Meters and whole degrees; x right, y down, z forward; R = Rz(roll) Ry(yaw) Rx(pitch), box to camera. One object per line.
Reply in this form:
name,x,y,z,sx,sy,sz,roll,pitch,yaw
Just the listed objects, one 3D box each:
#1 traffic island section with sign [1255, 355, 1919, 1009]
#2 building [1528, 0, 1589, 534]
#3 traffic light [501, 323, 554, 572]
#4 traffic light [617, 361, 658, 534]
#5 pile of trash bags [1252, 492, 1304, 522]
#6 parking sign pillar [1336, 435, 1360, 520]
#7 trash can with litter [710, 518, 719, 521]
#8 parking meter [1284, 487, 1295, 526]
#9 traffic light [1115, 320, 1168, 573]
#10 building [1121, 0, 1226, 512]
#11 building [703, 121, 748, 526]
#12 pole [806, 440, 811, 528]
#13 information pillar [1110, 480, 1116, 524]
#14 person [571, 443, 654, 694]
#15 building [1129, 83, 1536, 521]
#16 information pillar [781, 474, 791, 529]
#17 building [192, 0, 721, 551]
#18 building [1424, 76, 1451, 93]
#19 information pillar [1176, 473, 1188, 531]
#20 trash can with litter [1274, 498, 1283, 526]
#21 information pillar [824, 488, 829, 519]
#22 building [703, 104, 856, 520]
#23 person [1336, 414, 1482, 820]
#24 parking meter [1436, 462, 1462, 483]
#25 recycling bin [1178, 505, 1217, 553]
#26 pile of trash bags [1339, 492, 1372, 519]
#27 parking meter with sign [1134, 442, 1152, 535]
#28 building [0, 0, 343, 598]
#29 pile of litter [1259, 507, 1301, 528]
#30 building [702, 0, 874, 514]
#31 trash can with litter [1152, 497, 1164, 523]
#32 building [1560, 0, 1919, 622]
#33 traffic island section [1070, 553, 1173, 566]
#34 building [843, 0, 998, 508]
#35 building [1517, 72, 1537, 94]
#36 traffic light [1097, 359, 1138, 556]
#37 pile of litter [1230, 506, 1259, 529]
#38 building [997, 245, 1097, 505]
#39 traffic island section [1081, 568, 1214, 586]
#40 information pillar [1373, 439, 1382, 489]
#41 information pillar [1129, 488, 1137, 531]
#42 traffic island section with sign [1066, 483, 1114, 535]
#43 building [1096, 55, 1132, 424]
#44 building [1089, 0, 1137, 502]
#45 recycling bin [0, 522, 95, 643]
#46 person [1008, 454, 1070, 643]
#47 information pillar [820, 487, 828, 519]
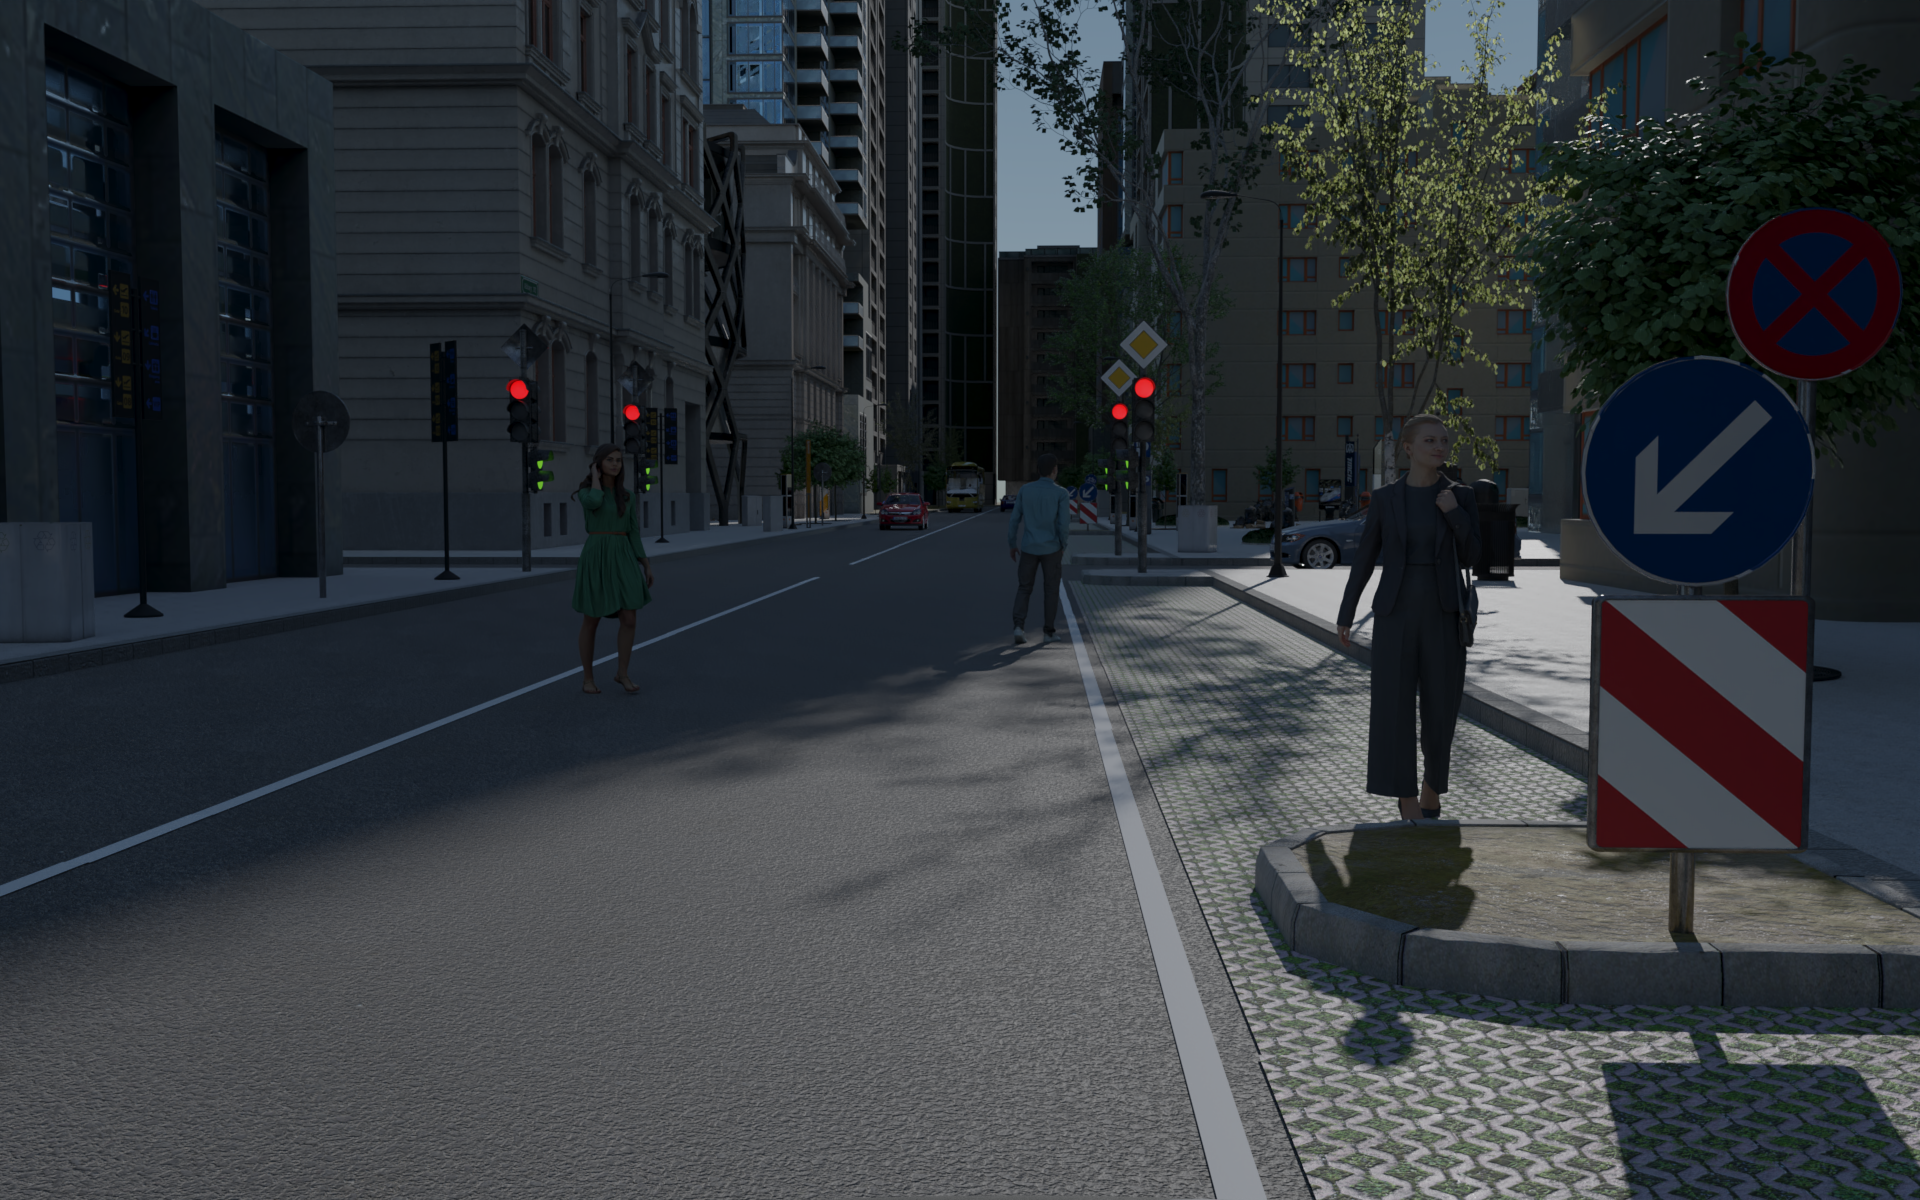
traffic island section with sign,2.044,0.176,5.757,1.989,1.847,2.006,0,4,2
building,31.638,-26.145,47.078,30.456,49.044,23.786,0,4,2
traffic light,-7.151,-2.423,28.536,0.839,4.253,0.868,0,4,2
traffic light,-6.814,-2.911,36.514,0.839,4.253,0.868,0,4,2
pile of trash bags,15.012,-4.353,80.928,1.912,1.369,3.447,3,5,42
parking sign pillar,18.045,-5.579,79.682,1.447,3.967,1.447,2,4,25
trash can with litter,-11.879,-4.346,82.112,1.678,1.210,2.233,1,4,14
parking meter,11.702,-3.249,61.527,0.372,1.533,0.369,0,3,0
traffic light,2.952,-2.398,28.126,0.839,4.253,0.868,0,4,2
building,21.619,-42.140,127.244,20.563,71.187,20.611,0,4,2
building,-17.405,-12.419,70.500,16.820,18.784,16.811,0,4,2
pole,-5.706,-4.361,65.148,0.158,3.312,0.155,0,3,0
information pillar,6.595,-4.258,74.109,0.304,2.012,0.304,1,4,15
person,-2.525,-0.226,12.449,0.529,1.795,0.600,3,5,42
building,24.077,-15.360,96.174,27.650,21.520,28.899,0,4,2
information pillar,-6.463,-3.673,64.545,0.304,2.012,0.304,3,4,37
building,-15.543,-16.045,49.729,14.401,28.519,23.554,0,4,2
building,43.355,-29.072,167.208,23.993,40.220,32.217,0,4,2
information pillar,7.704,-3.404,60.147,0.304,2.012,0.304,-1,4,-14
trash can with litter,9.460,-2.444,51.021,1.678,1.210,2.233,0,4,5
information pillar,-6.857,-5.155,88.772,0.304,2.012,0.304,0,4,-7
building,-13.596,-15.562,96.247,13.314,21.916,24.055,0,4,2
person,1.957,0.087,7.492,0.576,1.772,0.534,0,4,-7
parking meter,8.097,-1.419,28.919,0.399,1.863,0.255,2,4,32
recycling bin,5.238,-1.568,38.190,0.722,1.027,0.722,2,4,23
pile of trash bags,15.558,-3.480,66.658,1.912,1.369,3.447,1,4,14
parking meter with sign,5.892,-3.622,55.487,0.543,3.016,1.738,0,4,1
building,-25.776,-42.923,14.460,31.000,86.520,22.319,0,4,2
pile of litter,10.797,-2.600,56.474,1.719,0.858,1.176,0,4,-1
building,-17.077,-49.735,125.845,22.319,86.520,31.000,0,4,2
trash can with litter,8.909,-4.022,77.144,1.055,1.170,0.624,-3,5,-44
building,22.301,-10.128,10.632,27.650,21.520,28.899,0,4,2
traffic island section,3.329,-0.852,36.216,2.009,0.180,2.903,0,4,2
building,-5.994,-46.951,205.900,20.611,71.187,20.563,0,4,2
building,70.348,-31.566,170.722,28.867,44.769,22.147,0,4,2
traffic light,3.289,-2.886,36.104,0.839,4.253,0.868,0,4,2
pile of litter,10.926,-3.098,64.614,1.719,0.858,1.176,1,4,10
building,11.380,-26.439,203.985,14.107,30.474,14.160,0,4,2
traffic island section,2.991,-0.364,28.238,2.009,0.180,2.903,0,4,2
information pillar,17.626,-5.006,73.201,0.504,3.616,0.183,-3,5,-40
information pillar,6.164,-3.459,61.042,0.304,2.012,0.304,2,4,32
traffic island section with sign,4.369,-3.191,60.793,1.989,1.847,2.006,0,4,2
building,21.128,-32.190,176.413,14.600,45.320,14.200,0,4,2
building,23.187,-51.365,152.490,22.319,86.520,31.000,0,4,2
recycling bin,-8.103,-0.163,15.223,0.722,1.027,0.722,-1,4,-9
person,0.743,-0.500,16.692,0.660,1.820,0.620,1,4,20
information pillar,-6.895,-5.879,87.477,0.504,3.616,0.183,3,4,38
